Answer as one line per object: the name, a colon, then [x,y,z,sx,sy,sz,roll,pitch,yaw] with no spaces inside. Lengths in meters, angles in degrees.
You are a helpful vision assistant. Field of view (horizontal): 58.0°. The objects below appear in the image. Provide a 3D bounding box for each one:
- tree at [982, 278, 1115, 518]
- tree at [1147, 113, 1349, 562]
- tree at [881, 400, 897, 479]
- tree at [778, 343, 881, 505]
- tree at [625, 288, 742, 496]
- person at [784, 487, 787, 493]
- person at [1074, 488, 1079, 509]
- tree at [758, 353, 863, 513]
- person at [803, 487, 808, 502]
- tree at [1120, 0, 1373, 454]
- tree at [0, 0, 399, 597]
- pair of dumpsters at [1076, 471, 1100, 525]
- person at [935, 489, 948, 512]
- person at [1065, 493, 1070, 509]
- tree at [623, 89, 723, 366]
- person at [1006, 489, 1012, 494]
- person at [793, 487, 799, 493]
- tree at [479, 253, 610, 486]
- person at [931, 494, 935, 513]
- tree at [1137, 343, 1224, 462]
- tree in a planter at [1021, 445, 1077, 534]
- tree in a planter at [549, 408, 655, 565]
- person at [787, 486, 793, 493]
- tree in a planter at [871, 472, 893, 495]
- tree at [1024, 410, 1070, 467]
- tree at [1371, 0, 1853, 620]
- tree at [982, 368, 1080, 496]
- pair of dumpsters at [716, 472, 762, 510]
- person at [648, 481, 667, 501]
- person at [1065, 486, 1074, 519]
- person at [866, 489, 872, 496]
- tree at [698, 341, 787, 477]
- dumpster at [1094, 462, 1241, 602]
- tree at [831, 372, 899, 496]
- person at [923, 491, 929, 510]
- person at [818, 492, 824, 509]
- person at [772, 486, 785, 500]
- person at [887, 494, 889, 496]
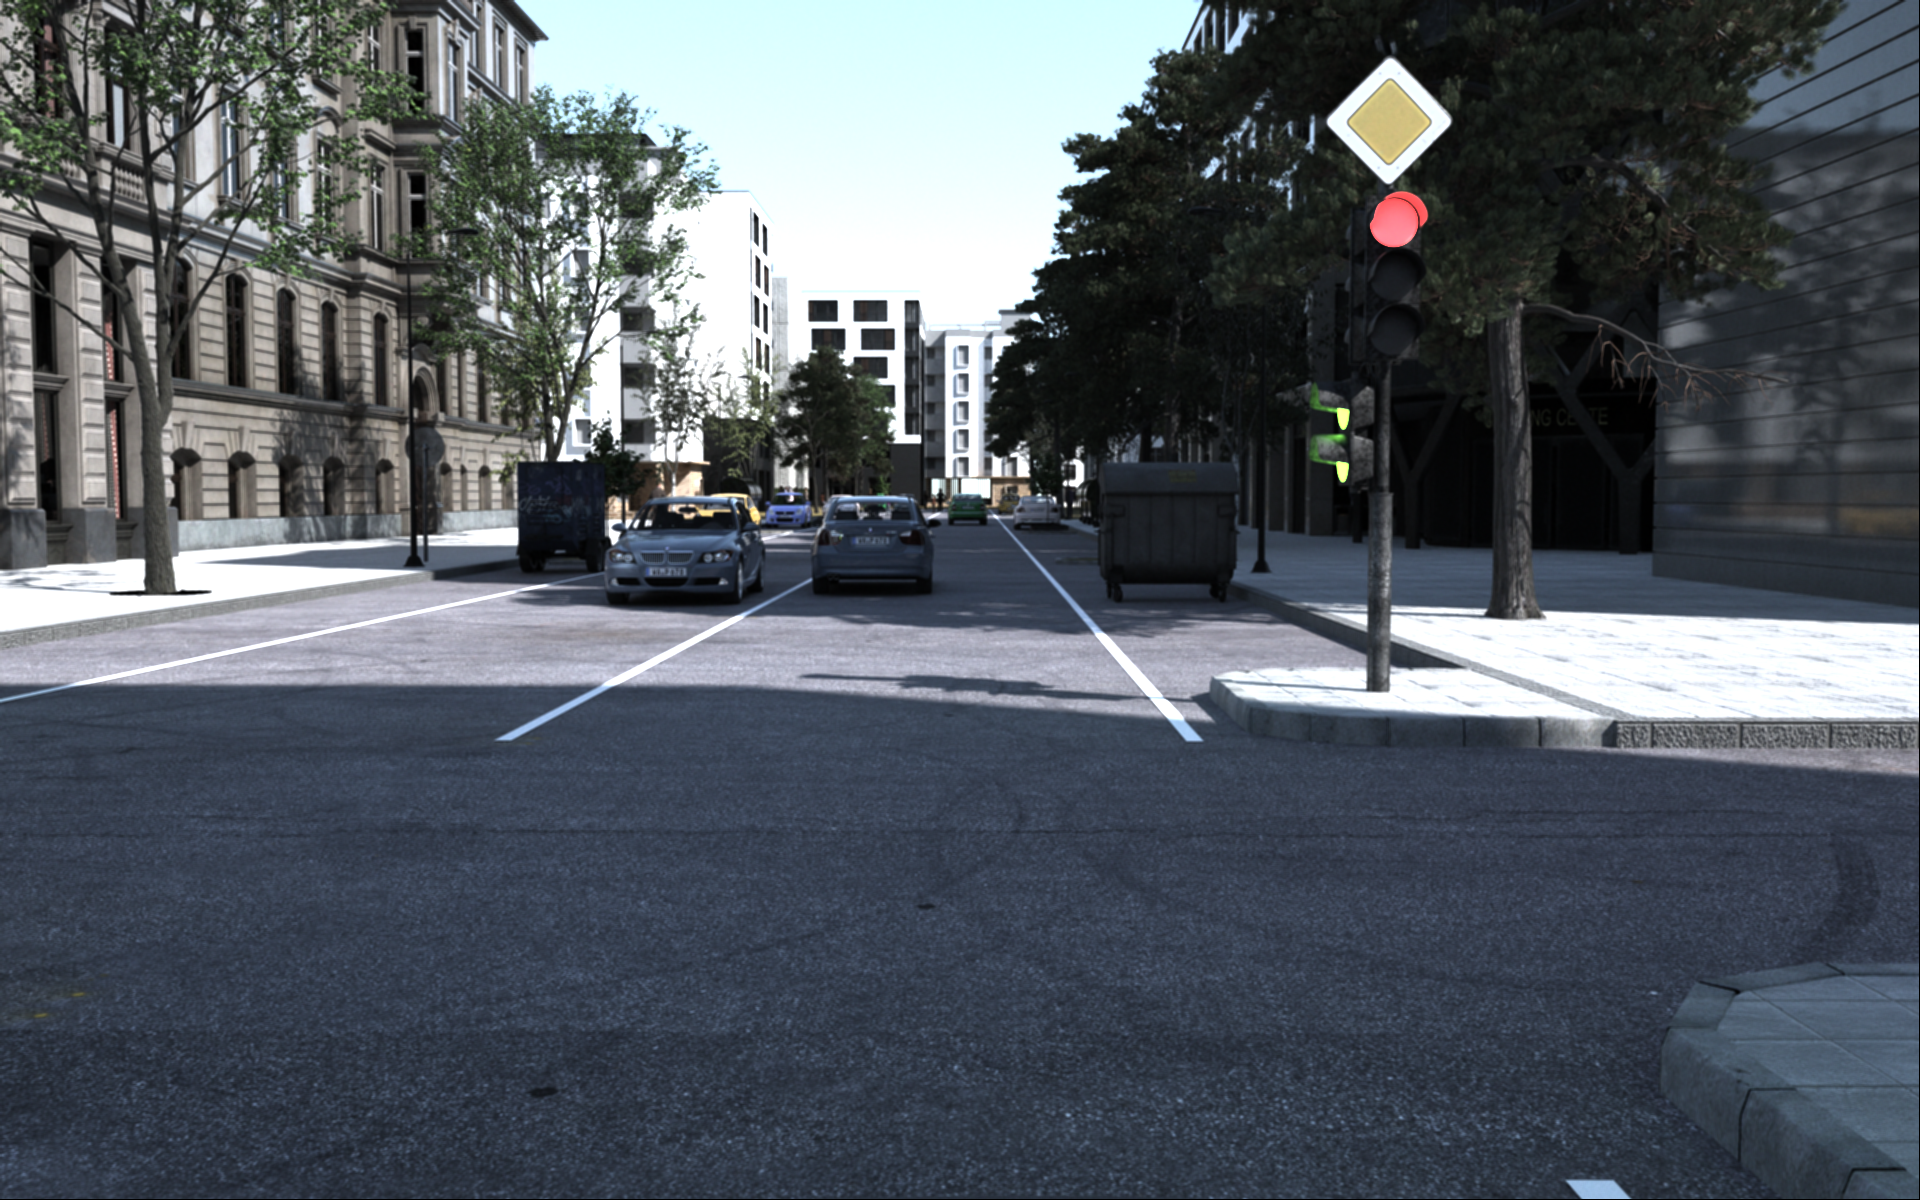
tree: [5.072,-11.257,91.473,7.806,13.903,7.818,0,3,0]
tree: [5.447,-5.040,32.771,4.360,8.622,3.978,0,3,0]
tree: [-9.006,-14.404,157.560,6.751,12.117,7.091,0,3,0]
tree: [-9.606,-12.334,123.717,6.751,12.117,7.091,0,3,0]
tree: [-10.275,-6.877,62.806,4.360,8.622,3.978,0,3,0]
person: [-13.031,-7.628,130.630,0.599,1.838,0.709,-2,4,-27]
person: [9.881,-8.569,146.166,1.348,1.822,0.705,1,4,14]
tree: [-9.866,-11.046,115.018,7.601,10.594,8.767,1,4,9]
person: [-11.176,-7.203,124.347,0.750,1.759,0.617,2,4,29]
tree: [5.100,-7.300,41.406,6.751,12.117,7.091,0,3,0]
tree: [-10.299,-5.878,21.869,9.928,11.665,9.643,0,3,0]
pair of dumpsters: [6.211,-4.689,79.156,1.574,2.255,4.436,0,4,1]
person: [-1.563,-7.827,136.109,1.348,1.869,0.705,1,4,21]
person: [7.760,-6.962,123.105,0.697,1.427,0.421,-3,5,-44]
tree: [-9.988,-7.160,42.818,9.928,11.665,9.643,0,3,0]
person: [3.447,-7.002,123.072,1.348,1.812,0.705,-3,4,-36]
person: [-12.106,-7.461,128.127,0.705,1.812,1.348,3,5,40]
tree: [-12.523,-6.192,51.603,4.737,8.622,4.395,0,3,0]
person: [-2.005,-7.247,130.255,0.557,1.426,1.065,1,4,9]
tree: [8.012,-6.962,64.189,4.737,8.622,4.395,0,3,0]
tree in a planter: [3.199,-4.010,62.793,1.991,3.239,1.994,0,4,1]
tree in a planter: [-7.355,-2.375,36.059,1.991,3.239,1.994,0,4,1]
person: [-9.929,-5.769,101.042,0.621,1.740,0.551,-2,4,-34]
tree in a planter: [-6.412,-8.794,141.002,1.991,3.239,1.994,0,4,1]
tree: [5.456,-9.174,100.363,4.360,8.622,3.978,0,3,0]
tree: [5.648,-5.844,17.601,6.751,12.117,7.091,0,3,0]
tree: [7.195,-15.478,163.442,12.009,13.543,11.850,0,3,0]
pair of dumpsters: [-9.594,-4.439,75.079,1.574,2.255,4.436,0,4,0]
person: [-11.141,-3.511,64.004,0.990,1.755,0.434,2,4,23]
person: [5.618,-4.989,88.538,0.541,1.710,0.530,-1,4,-23]
person: [-5.431,-5.828,104.306,1.217,1.766,0.721,-2,4,-25]
tree: [-10.227,-8.124,83.195,4.737,8.622,4.395,0,3,0]
dumpster: [2.777,-0.927,23.377,1.865,1.857,1.264,0,4,0]
tree: [-8.726,-13.509,146.626,9.928,11.665,9.643,0,3,0]
person: [-3.093,-9.229,160.213,0.721,1.723,1.217,-2,4,-26]
person: [-11.482,-8.293,144.885,1.065,1.426,0.557,2,4,26]
person: [-11.538,-6.458,111.640,0.705,1.822,1.348,3,5,41]
person: [-4.519,-5.963,109.222,0.991,1.433,0.599,1,4,18]
